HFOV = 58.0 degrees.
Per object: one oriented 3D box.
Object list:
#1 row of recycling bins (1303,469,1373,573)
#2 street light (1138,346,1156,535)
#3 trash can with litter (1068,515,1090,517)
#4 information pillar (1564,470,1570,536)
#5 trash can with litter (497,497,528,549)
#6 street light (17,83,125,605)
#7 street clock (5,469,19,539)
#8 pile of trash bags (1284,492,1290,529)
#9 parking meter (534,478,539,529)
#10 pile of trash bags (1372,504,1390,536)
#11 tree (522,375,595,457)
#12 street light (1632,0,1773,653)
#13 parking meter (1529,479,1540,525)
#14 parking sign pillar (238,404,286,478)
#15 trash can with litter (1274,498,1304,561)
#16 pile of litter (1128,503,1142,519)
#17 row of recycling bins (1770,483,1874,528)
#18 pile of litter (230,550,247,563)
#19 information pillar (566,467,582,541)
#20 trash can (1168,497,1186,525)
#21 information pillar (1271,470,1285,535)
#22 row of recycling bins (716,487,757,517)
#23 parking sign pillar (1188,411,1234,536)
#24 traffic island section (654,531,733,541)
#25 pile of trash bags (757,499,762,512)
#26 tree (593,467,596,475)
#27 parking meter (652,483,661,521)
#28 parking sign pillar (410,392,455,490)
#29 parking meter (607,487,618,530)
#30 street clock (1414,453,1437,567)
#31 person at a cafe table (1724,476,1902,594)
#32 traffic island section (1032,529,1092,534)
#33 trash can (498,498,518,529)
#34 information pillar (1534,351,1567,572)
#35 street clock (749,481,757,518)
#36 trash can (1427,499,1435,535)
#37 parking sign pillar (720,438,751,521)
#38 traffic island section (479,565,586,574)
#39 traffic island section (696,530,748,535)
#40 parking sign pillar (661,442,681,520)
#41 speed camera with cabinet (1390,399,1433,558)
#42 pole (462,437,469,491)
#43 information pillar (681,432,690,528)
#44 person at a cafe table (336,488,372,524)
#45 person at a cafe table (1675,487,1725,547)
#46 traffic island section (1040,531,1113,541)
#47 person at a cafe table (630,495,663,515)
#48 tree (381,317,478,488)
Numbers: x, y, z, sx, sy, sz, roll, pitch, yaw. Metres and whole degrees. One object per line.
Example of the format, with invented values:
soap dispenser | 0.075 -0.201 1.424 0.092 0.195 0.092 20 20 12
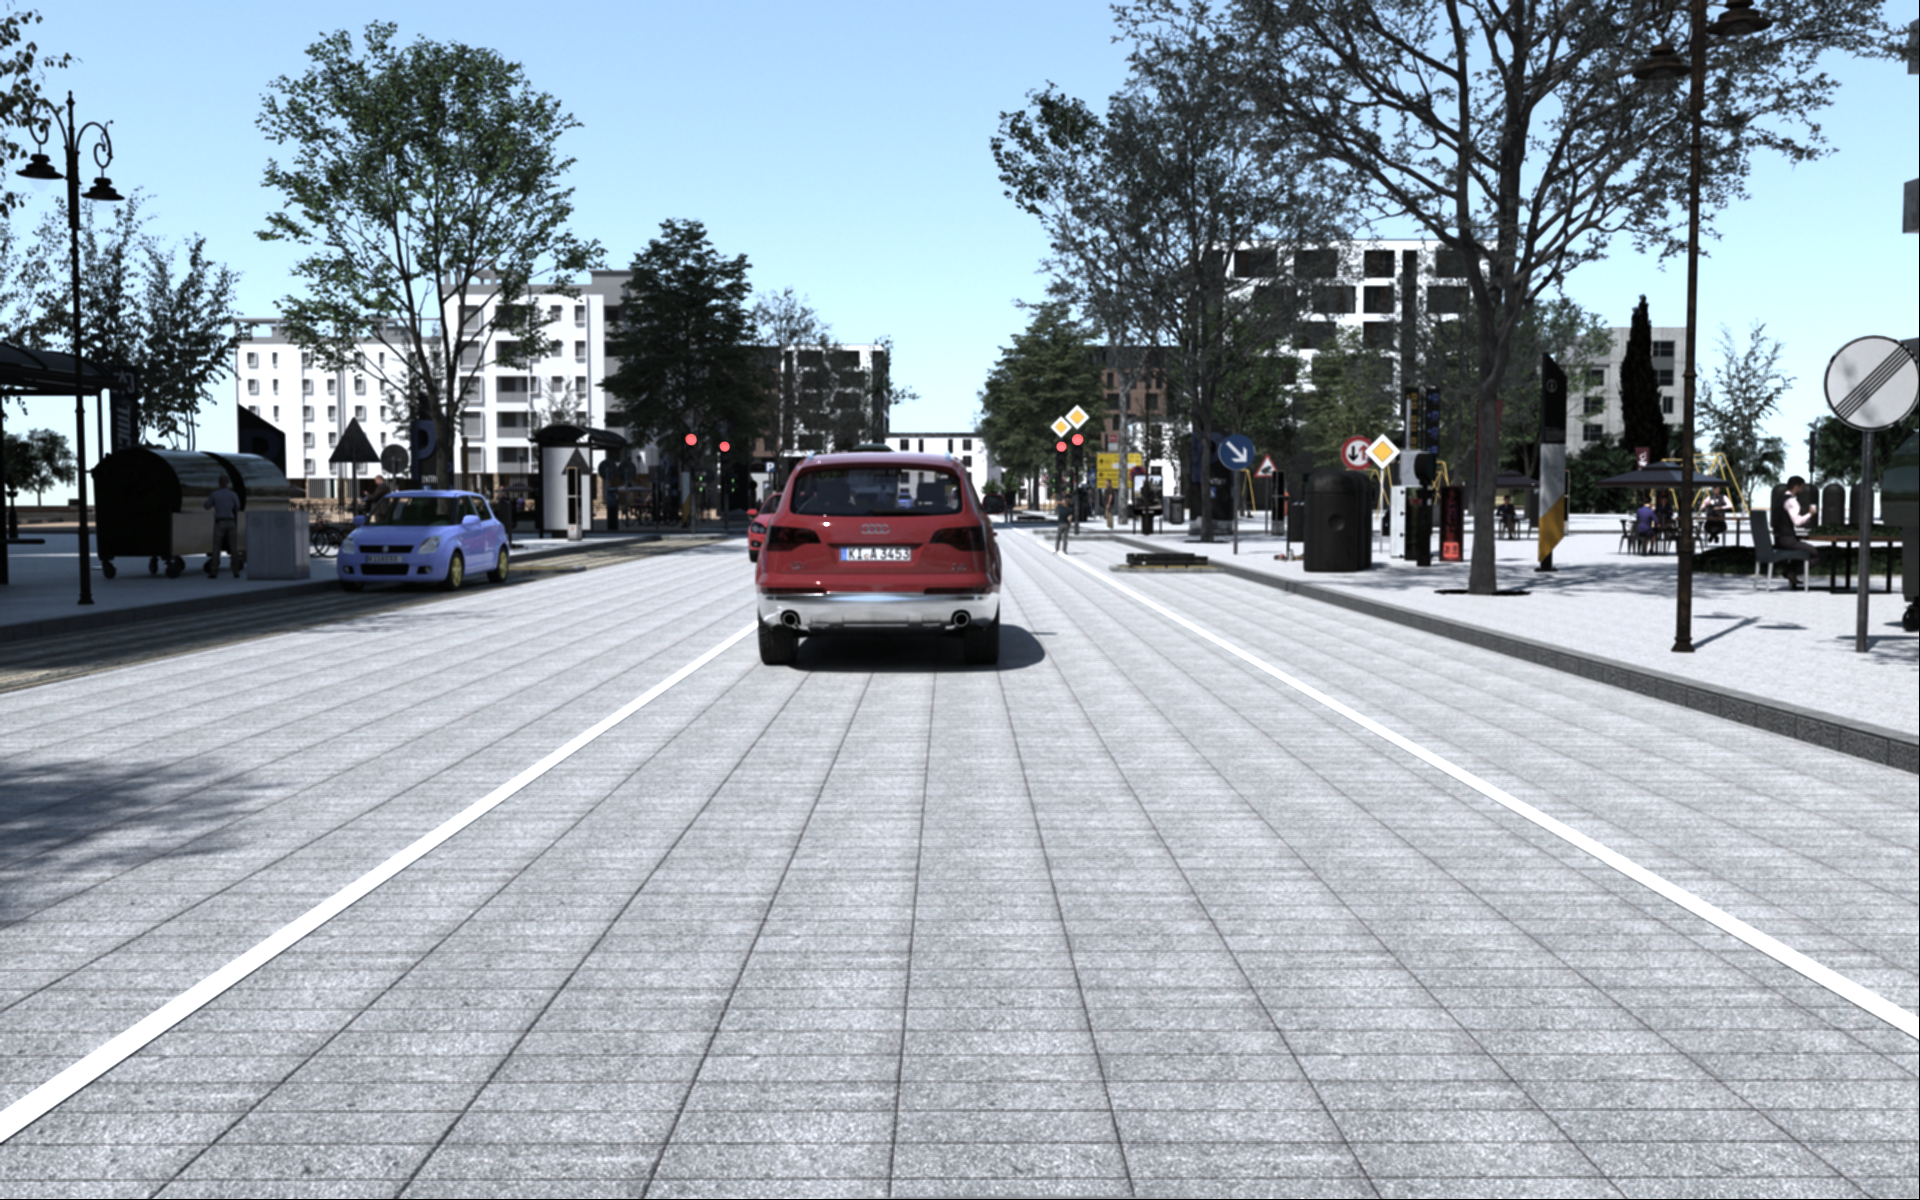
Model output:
row of recycling bins | 6.569 -1.391 29.862 1.069 1.692 3.534 1 4 18
street light | 5.796 -4.942 53.583 0.468 5.910 1.993 0 4 0
trash can with litter | 6.500 -5.292 97.579 2.233 1.210 1.678 -3 5 -40
information pillar | 18.450 -2.973 53.093 0.304 2.012 0.304 -1 4 -19
trash can with litter | -10.884 -1.790 40.331 1.678 1.210 2.233 1 4 13
street light | -10.190 -2.888 20.011 0.468 5.910 1.993 0 4 0
street clock | -27.363 -2.779 50.005 0.358 2.002 0.471 0 4 -7
pile of trash bags | 13.250 -3.297 63.655 3.447 1.369 1.912 0 4 4
parking meter | -15.301 -3.496 62.866 0.255 1.863 0.399 -1 4 -10
pile of trash bags | 12.390 -2.711 54.075 3.447 1.369 1.912 2 4 33
tree | -24.637 -9.548 106.479 4.360 8.622 3.978 0 3 0
street light | 5.889 -2.516 13.928 0.468 5.910 1.993 0 4 0
parking meter | 21.850 -3.671 65.725 0.399 1.863 0.255 0 4 2
parking sign pillar | -20.788 -3.864 51.644 1.447 3.967 1.447 -1 4 -20
trash can with litter | 7.027 -1.392 33.816 2.233 1.210 1.678 -1 4 -20
pile of litter | 9.021 -4.684 90.550 1.176 0.858 1.719 0 4 -5
row of recycling bins | 32.323 -3.539 64.975 3.534 1.692 1.069 2 4 34
pile of litter | -13.215 -1.159 32.911 1.176 0.858 1.719 2 4 24
information pillar | -10.563 -2.628 47.452 0.304 2.012 0.304 1 4 13
trash can | 9.140 -3.752 72.994 0.748 1.137 0.748 0 3 0
information pillar | 9.888 -3.017 53.816 0.304 2.012 0.304 -1 4 -21
row of recycling bins | -12.937 -5.676 99.915 1.069 1.692 3.534 2 4 26
parking sign pillar | 7.811 -3.991 53.728 1.447 3.967 1.447 1 4 21
traffic island section | -8.407 -1.970 54.488 2.009 0.180 2.903 0 4 0
pile of trash bags | -13.358 -5.882 105.924 1.912 1.369 3.447 2 4 29
tree | -27.573 -8.522 123.049 4.285 4.588 4.351 0 3 0
parking meter | -14.290 -4.646 81.670 0.399 1.863 0.255 -1 4 -9
parking sign pillar | -13.839 -3.484 45.436 1.447 3.967 1.447 3 4 37
parking meter | -12.368 -3.260 61.711 0.372 1.533 0.369 0 3 0
street clock | 8.211 -1.592 30.601 0.358 2.002 0.471 3 4 38
person at a cafe table | 11.261 -0.869 22.727 1.622 1.524 1.698 0 3 0
traffic island section | 3.656 -2.461 62.525 2.009 0.180 2.903 0 4 0
trash can | -16.736 -3.211 64.161 0.748 1.137 0.748 0 3 0
information pillar | 9.771 -2.277 28.576 0.504 3.616 0.183 -2 4 -25
street clock | -11.080 -5.382 92.563 0.471 2.002 0.358 -2 4 -29
trash can | 13.857 -2.463 51.918 0.748 1.137 0.748 0 3 0
parking sign pillar | -10.784 -5.776 82.909 1.447 3.967 1.447 0 4 -1
traffic island section | -7.962 -0.546 31.797 1.991 0.108 1.994 0 4 0
traffic island section | -8.445 -2.458 62.473 2.009 0.180 2.903 0 4 0
parking sign pillar | -14.683 -6.075 87.802 1.447 3.967 1.447 -2 4 -29
speed camera with cabinet | 9.265 -2.516 35.469 0.660 3.252 2.038 1 4 22
pole | -17.668 -4.162 61.894 0.158 3.312 0.155 0 3 0
information pillar | -10.338 -4.519 65.232 0.183 3.616 0.504 1 4 20
person at a cafe table | -25.738 -4.011 74.088 1.622 1.524 1.698 -1 4 -12
person at a cafe table | 18.083 -2.016 41.483 1.698 1.524 1.622 2 4 24
traffic island section | 3.694 -1.973 54.540 2.009 0.180 2.903 0 4 0
person at a cafe table | -17.940 -5.426 99.584 1.698 1.238 1.726 0 4 3
tree | -22.399 -7.479 72.646 4.360 8.622 3.978 0 3 0
